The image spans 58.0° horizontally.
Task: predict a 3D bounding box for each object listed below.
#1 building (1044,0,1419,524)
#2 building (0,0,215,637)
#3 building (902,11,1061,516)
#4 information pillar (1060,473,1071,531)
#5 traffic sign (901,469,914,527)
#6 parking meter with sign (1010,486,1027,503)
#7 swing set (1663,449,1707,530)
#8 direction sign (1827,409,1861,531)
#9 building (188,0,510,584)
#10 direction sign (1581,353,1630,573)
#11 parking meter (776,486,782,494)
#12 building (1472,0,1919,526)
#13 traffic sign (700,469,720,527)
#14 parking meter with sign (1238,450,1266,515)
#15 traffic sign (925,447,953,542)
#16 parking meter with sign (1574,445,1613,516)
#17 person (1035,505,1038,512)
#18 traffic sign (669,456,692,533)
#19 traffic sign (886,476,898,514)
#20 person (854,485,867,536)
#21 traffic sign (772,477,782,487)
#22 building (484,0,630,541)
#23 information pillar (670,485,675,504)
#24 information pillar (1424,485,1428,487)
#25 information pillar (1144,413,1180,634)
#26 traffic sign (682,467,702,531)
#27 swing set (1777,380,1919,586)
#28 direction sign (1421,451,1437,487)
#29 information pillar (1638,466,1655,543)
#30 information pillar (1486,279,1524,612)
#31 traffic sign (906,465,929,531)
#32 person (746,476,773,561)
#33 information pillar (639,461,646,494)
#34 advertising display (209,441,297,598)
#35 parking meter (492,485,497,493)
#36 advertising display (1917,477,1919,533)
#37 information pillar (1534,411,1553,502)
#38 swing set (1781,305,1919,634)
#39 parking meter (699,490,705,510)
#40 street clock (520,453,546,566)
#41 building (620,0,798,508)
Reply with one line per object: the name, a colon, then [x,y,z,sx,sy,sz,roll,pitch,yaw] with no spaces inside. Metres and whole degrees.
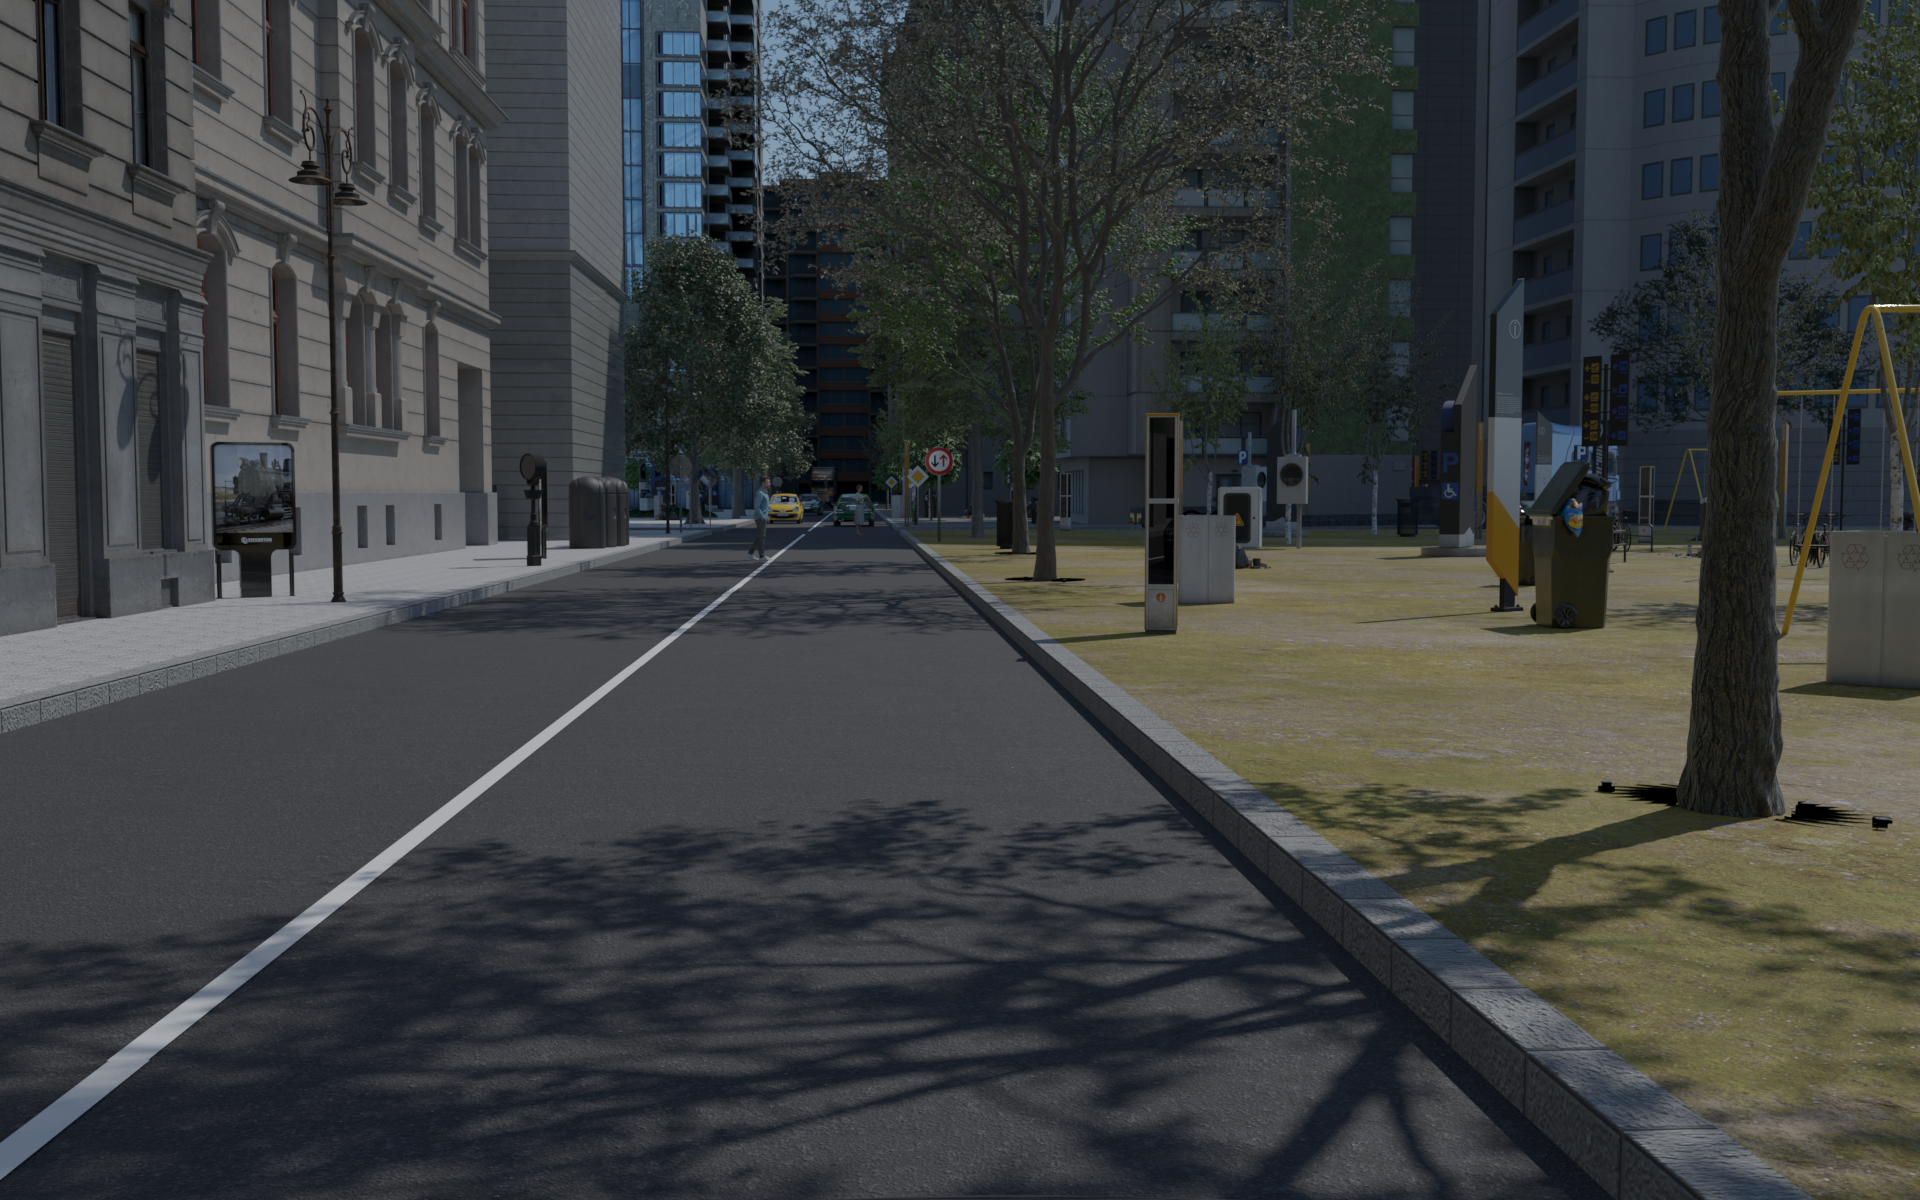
building: [11.278,-24.031,76.509,14.086,41.232,14.154,0,4,-3]
building: [-13.075,-9.897,10.967,9.793,20.994,18.267,0,4,-3]
building: [3.368,-20.570,108.014,14.160,30.474,14.107,0,4,-3]
information pillar: [3.673,-3.412,60.277,0.304,2.012,0.304,2,4,30]
traffic sign: [-1.945,-3.950,68.219,0.795,2.450,0.064,0,4,-3]
parking meter with sign: [3.040,-5.939,93.355,0.543,3.016,1.738,3,5,42]
swing set: [26.421,-3.819,60.069,3.119,2.851,2.862,-1,4,-8]
direction sign: [23.577,-3.319,46.265,0.379,3.537,0.876,-3,4,-36]
building: [-17.322,-14.950,31.826,14.401,28.519,23.554,0,4,-3]
direction sign: [10.530,-2.221,28.314,0.379,3.537,0.876,-2,4,-32]
parking meter: [-13.224,-7.383,126.420,0.399,1.863,0.255,3,5,44]
building: [40.343,-32.799,78.259,28.212,58.520,21.231,0,4,-3]
traffic sign: [-9.777,-3.922,67.773,0.795,2.450,0.064,0,4,-3]
parking meter with sign: [12.018,-4.496,69.767,1.738,3.016,0.543,-2,4,-34]
traffic sign: [-0.559,-2.840,46.532,0.768,2.556,0.104,0,4,-2]
parking meter with sign: [22.263,-3.947,60.786,0.543,3.016,1.738,-1,4,-14]
person: [3.225,-3.495,66.226,0.593,1.750,0.643,2,4,35]
traffic sign: [-9.257,-3.503,57.387,0.768,2.556,0.104,0,4,5]
traffic sign: [-4.353,-6.666,110.181,0.795,2.450,0.064,0,4,2]
person: [-3.403,-3.108,59.892,0.524,1.755,0.480,1,4,18]
traffic sign: [-13.439,-7.785,127.384,0.768,2.556,0.104,0,4,6]
building: [-25.700,-16.766,51.624,29.804,29.767,11.434,0,4,-3]
information pillar: [-22.519,-8.033,135.830,0.304,2.012,0.304,-1,4,-21]
information pillar: [36.536,-8.027,135.736,0.304,2.012,0.304,-2,4,-27]
information pillar: [1.857,-0.699,15.926,0.304,2.012,0.304,1,4,8]
traffic sign: [-9.300,-3.435,59.802,0.795,2.450,0.064,0,4,-3]
swing set: [13.569,-1.732,25.940,3.119,2.851,2.862,2,4,25]
direction sign: [24.572,-6.041,90.763,0.876,3.537,0.379,-1,4,-11]
information pillar: [18.041,-2.510,45.523,0.304,2.012,0.304,3,4,38]
information pillar: [5.925,-1.679,18.813,0.504,3.616,0.183,-3,4,-36]
traffic sign: [-1.468,-3.462,60.248,0.795,2.450,0.064,0,4,-3]
person: [-4.334,-1.764,37.360,0.620,1.820,0.660,0,4,-2]
information pillar: [-22.356,-7.993,122.035,0.183,3.616,0.504,3,5,44]
advertising display: [-8.765,-0.996,21.504,0.974,1.923,0.123,-2,4,-32]
parking meter: [-12.738,-2.357,46.942,0.372,1.533,0.369,0,3,0]
advertising display: [26.974,-2.623,48.094,0.974,1.923,0.123,-1,4,-15]
information pillar: [16.425,-3.514,48.806,0.504,3.616,0.183,-1,4,-12]
swing set: [9.063,-1.025,14.377,3.119,2.851,2.862,0,4,1]
parking meter: [-15.813,-5.975,106.096,0.372,1.533,0.369,0,3,0]
street clock: [-7.602,-1.608,30.856,0.471,2.002,0.358,3,5,40]
building: [-35.214,-54.517,204.031,31.000,86.520,22.319,0,4,-3]
